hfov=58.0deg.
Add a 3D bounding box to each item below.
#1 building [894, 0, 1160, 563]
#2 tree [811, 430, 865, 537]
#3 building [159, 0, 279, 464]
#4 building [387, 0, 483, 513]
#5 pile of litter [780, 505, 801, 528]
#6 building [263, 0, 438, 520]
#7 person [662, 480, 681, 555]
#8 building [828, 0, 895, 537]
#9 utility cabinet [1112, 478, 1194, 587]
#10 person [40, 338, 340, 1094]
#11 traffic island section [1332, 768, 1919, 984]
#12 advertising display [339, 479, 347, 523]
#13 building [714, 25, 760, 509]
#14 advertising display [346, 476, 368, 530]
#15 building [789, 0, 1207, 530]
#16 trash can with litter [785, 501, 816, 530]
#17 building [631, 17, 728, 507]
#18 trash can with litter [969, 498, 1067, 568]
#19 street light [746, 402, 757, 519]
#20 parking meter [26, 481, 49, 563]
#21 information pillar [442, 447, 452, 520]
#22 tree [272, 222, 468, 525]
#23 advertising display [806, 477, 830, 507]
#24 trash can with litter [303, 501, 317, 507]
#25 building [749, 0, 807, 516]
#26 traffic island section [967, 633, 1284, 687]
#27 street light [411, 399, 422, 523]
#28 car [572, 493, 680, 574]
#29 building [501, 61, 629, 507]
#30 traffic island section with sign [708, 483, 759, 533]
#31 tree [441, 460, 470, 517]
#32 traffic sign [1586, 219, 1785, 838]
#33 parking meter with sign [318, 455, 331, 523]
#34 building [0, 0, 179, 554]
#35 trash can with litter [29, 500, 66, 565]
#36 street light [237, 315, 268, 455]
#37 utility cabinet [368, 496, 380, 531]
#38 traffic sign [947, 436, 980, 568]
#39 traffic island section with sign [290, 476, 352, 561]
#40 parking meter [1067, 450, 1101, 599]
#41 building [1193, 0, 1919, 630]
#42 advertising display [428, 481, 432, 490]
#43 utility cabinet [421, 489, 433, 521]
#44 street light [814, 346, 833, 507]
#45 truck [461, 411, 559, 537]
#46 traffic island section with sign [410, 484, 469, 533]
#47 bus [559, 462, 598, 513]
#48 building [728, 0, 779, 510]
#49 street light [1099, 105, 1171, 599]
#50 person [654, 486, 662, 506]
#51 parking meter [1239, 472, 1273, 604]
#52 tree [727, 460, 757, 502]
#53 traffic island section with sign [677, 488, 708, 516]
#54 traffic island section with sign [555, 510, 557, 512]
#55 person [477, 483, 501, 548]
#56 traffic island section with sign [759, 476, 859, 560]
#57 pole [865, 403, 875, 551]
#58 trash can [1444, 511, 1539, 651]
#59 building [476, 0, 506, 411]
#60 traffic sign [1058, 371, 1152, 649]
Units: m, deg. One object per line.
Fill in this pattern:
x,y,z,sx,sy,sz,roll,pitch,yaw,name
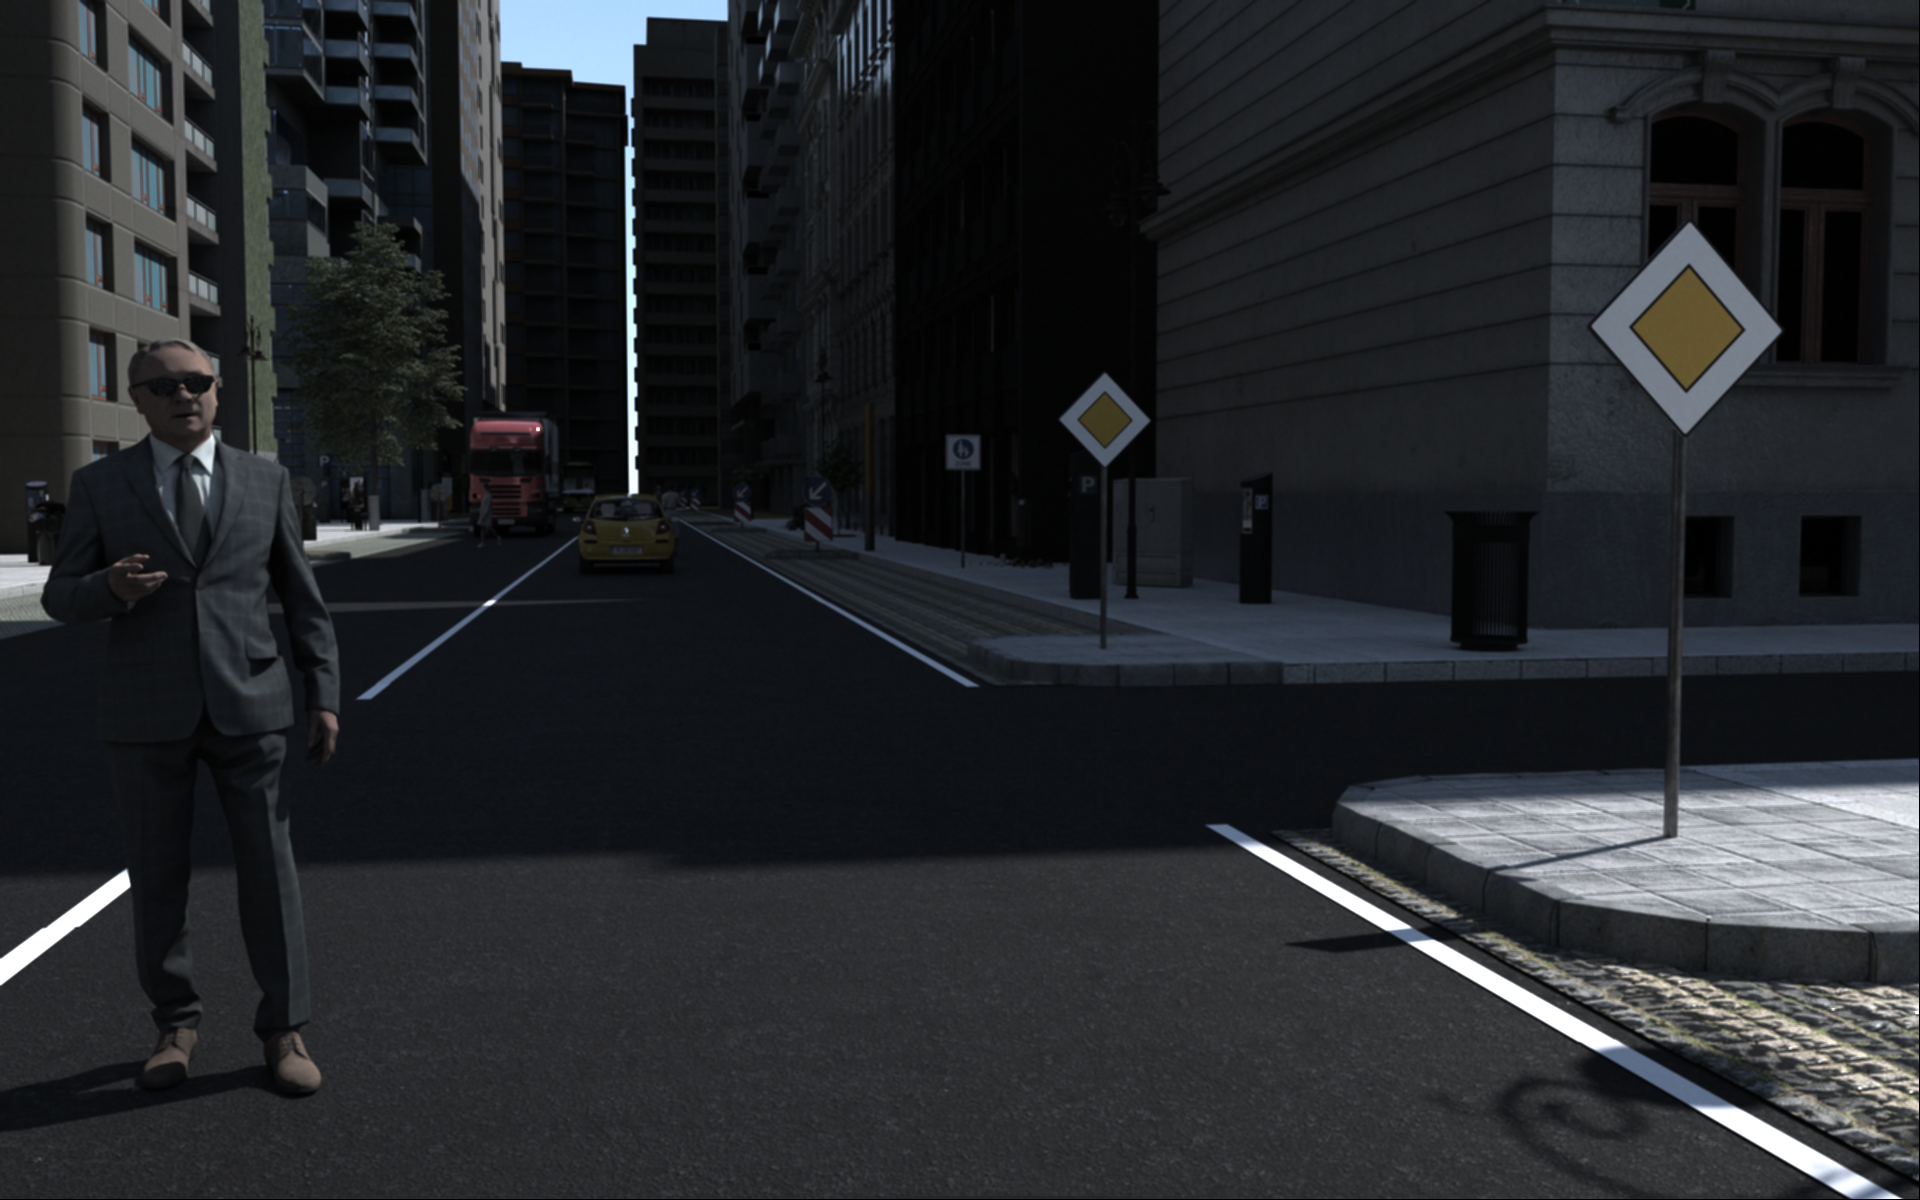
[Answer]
5.719,-12.879,40.250,12.332,23.373,15.834,-1,4,-11,building
-3.516,-3.517,52.099,1.663,3.219,1.824,0,3,0,tree
-32.148,-22.917,58.291,14.154,41.232,14.086,-1,4,-11,building
-41.392,-28.816,121.252,14.600,45.320,14.200,-1,4,-11,building
-6.191,-3.220,66.611,1.719,0.858,1.176,1,4,22,pile of litter
-41.249,-47.975,97.070,22.319,86.520,31.000,-1,4,-11,building
-6.796,-1.935,40.702,0.480,1.755,0.524,-2,4,-26,person
1.579,-12.717,57.073,9.793,20.994,18.267,-1,4,-11,building
2.667,-0.940,24.049,1.173,1.500,0.318,3,5,43,utility cabinet
-1.817,0.277,4.148,0.661,1.801,0.590,-2,4,-29,person
2.680,0.965,6.506,2.009,0.180,2.903,-1,4,-11,traffic island section
-27.034,-4.379,76.810,0.123,1.923,0.974,3,5,40,advertising display
-14.974,-28.904,156.175,14.154,41.232,14.086,-1,4,-11,building
-21.418,-3.452,61.647,0.974,1.923,0.123,3,5,39,advertising display
0.245,-17.770,77.929,14.401,28.519,23.554,-1,4,-11,building
-5.648,-3.052,61.285,1.055,1.170,0.624,-1,4,-15,trash can with litter
-23.435,-34.163,182.259,21.600,48.544,21.300,-1,4,-11,building
1.112,-1.208,30.812,1.678,1.210,2.233,-1,4,-8,trash can with litter
-10.480,-7.005,87.318,0.468,5.910,1.993,-1,4,-11,street light
-17.251,-1.467,32.404,0.372,1.533,0.369,0,3,0,parking meter
-25.386,-5.769,85.679,0.504,3.616,0.183,-3,5,-40,information pillar
-24.479,-9.422,72.182,7.486,12.596,7.792,0,3,0,tree
-5.321,-3.656,64.985,0.974,1.923,0.123,1,4,23,advertising display
-24.503,-3.278,64.984,0.624,1.170,1.055,-1,4,-16,trash can with litter
-0.757,-29.844,107.557,23.786,49.044,30.456,-1,4,-11,building
1.205,0.485,14.354,2.009,0.180,2.903,-1,4,-11,traffic island section
-24.369,-6.429,77.908,0.468,5.910,1.993,-1,4,-11,street light
-6.272,-1.366,32.553,2.015,1.641,3.980,-1,4,-11,car
-48.603,-32.010,177.991,28.867,44.769,22.147,-1,4,-11,building
-8.330,-3.451,65.054,1.989,1.847,2.006,-1,4,-11,traffic island section with sign
-28.738,-6.374,98.810,1.663,3.219,1.824,0,3,0,tree
2.659,-0.170,6.424,0.795,2.450,0.064,-1,4,-11,traffic sign
-28.217,-4.929,76.854,0.543,3.016,1.738,-1,4,-18,parking meter with sign
-31.503,-11.227,28.600,27.650,21.520,28.899,-1,4,-11,building
-16.497,-1.221,31.345,0.624,1.170,1.055,-2,4,-28,trash can with litter
-18.274,-4.409,44.869,0.468,5.910,1.993,-1,4,-11,street light
-20.635,-3.045,60.952,0.306,1.237,1.020,-1,4,-23,utility cabinet
0.051,-1.705,30.005,0.606,2.300,0.079,-1,4,-9,traffic sign
-14.335,-1.773,37.621,1.989,1.847,2.006,-1,4,-11,traffic island section with sign
1.520,-0.945,21.170,0.399,1.863,0.255,-1,4,-9,parking meter
15.266,-14.450,23.649,23.554,28.519,14.401,-1,4,-11,building
-25.905,-4.862,84.711,0.123,1.923,0.974,-1,4,-13,advertising display
-25.582,-4.556,83.177,0.318,1.500,1.173,0,4,-5,utility cabinet
-4.275,-4.973,54.104,0.468,5.910,1.993,-1,4,-11,street light
-15.641,-4.413,61.062,2.839,4.237,11.283,-1,4,-10,truck
-19.415,-3.426,64.648,1.989,1.847,2.006,-1,4,-11,traffic island section with sign
-29.621,-8.768,134.898,2.896,3.916,12.252,-1,4,-11,bus
-3.961,-33.458,136.270,28.713,52.752,27.495,-1,4,-11,building
2.109,-2.956,21.123,0.468,5.910,1.993,-1,4,-11,street light
-12.125,-3.736,69.987,0.834,1.777,0.661,-2,4,-31,person
3.475,-0.729,20.332,0.372,1.533,0.369,0,3,0,parking meter
-12.562,-6.399,99.231,1.663,3.219,1.824,0,3,0,tree
-17.716,-6.504,114.973,1.989,1.847,2.006,-1,4,-11,traffic island section with sign
-33.565,-8.027,139.870,1.989,1.847,2.006,-1,4,-11,traffic island section with sign
-12.720,-2.288,46.653,0.466,1.731,0.760,2,4,25,person
-3.346,-1.829,38.530,1.989,1.847,2.006,-1,4,-11,traffic island section with sign
-2.038,-2.764,39.029,0.158,3.312,0.155,0,3,0,pole
4.375,-0.162,14.301,0.748,1.137,0.748,0,3,0,trash can
-51.860,-33.824,142.256,27.495,52.752,28.713,-1,4,-11,building
1.183,-0.650,14.272,0.795,2.450,0.064,-1,4,-11,traffic sign
